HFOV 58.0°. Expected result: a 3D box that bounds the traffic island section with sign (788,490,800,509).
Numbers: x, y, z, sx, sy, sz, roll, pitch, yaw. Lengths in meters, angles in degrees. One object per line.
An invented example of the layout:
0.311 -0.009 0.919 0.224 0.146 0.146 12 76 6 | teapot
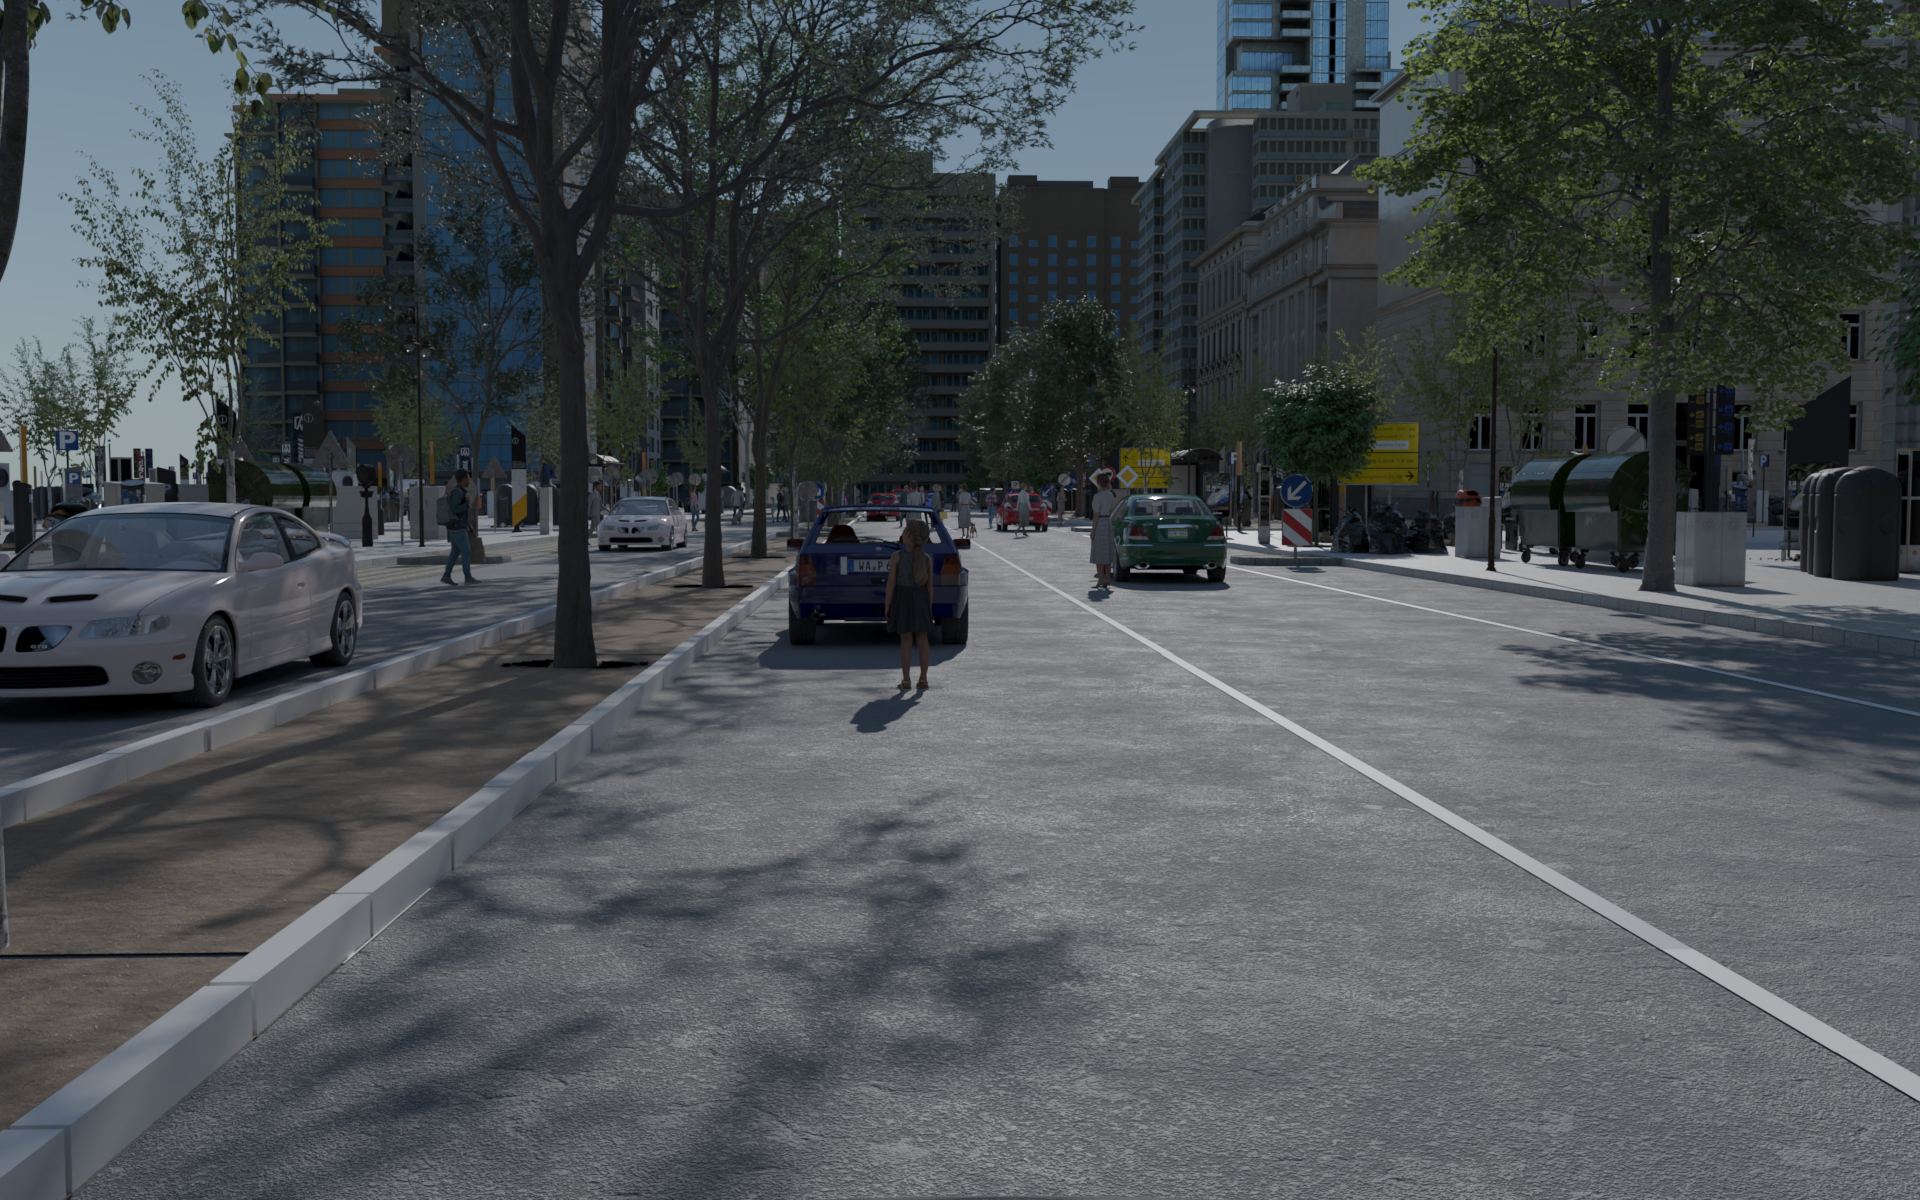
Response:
-15.756 -9.732 167.740 1.989 1.847 2.006 0 4 -2 | traffic island section with sign

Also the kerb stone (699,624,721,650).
-2.382 0.361 16.298 0.120 0.150 1.000 0 4 -2 | kerb stone

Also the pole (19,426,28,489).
-27.973 -3.543 51.772 0.158 3.312 0.155 0 3 0 | pole

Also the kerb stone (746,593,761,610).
-2.596 0.049 21.436 0.120 0.150 1.000 0 4 -2 | kerb stone

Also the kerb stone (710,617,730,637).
-2.433 0.305 17.328 0.120 0.150 1.000 0 4 -2 | kerb stone

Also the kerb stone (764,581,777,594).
-2.723 -0.140 24.507 0.120 0.150 1.000 0 4 -2 | kerb stone

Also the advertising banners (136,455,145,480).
-37.044 -5.100 79.569 0.090 3.025 2.074 1 4 17 | advertising banners

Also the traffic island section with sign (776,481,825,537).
-5.137 -3.065 58.243 2.006 1.907 1.989 0 4 -2 | traffic island section with sign

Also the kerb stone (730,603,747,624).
-2.509 0.174 19.381 0.120 0.150 1.000 0 4 -2 | kerb stone

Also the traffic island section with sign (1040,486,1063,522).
4.348 -5.038 90.998 1.989 1.847 2.006 0 4 -2 | traffic island section with sign

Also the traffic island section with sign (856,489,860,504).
-8.484 -8.109 140.721 2.006 1.907 1.989 0 4 -2 | traffic island section with sign

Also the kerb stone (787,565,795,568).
-2.933 -0.453 29.621 0.120 0.150 1.000 0 4 -2 | kerb stone

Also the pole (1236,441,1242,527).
10.814 -4.484 67.160 0.158 3.312 0.155 0 3 0 | pole

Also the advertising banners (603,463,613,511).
-20.236 -6.167 97.025 0.090 3.025 2.074 1 4 21 | advertising banners

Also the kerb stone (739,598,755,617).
-2.551 0.109 20.407 0.120 0.150 1.000 0 4 -2 | kerb stone

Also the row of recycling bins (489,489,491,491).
-35.324 -7.581 131.068 3.534 1.692 1.069 3 5 44 | row of recycling bins

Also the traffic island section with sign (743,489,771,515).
-13.727 -6.673 117.724 1.989 1.847 2.006 0 4 -2 | traffic island section with sign

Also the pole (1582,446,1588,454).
26.373 -4.852 73.179 0.158 3.312 0.155 0 3 0 | pole

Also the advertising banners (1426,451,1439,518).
19.071 -4.512 69.958 0.090 3.025 2.074 0 4 2 | advertising banners

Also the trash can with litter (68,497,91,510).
-22.059 -2.024 44.144 2.233 1.210 1.678 0 4 -7 | trash can with litter

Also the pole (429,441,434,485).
-20.177 -4.427 66.222 0.158 3.312 0.155 0 3 0 | pole

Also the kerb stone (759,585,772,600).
-2.676 -0.074 23.486 0.120 0.150 1.000 0 4 -2 | kerb stone

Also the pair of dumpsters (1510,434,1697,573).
11.143 -1.693 30.174 1.574 2.255 4.437 0 4 -2 | pair of dumpsters

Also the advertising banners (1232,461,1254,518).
14.507 -5.813 91.232 2.074 3.025 0.090 -1 4 -13 | advertising banners

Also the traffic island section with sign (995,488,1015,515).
3.242 -6.691 118.018 1.989 1.847 2.006 0 4 -2 | traffic island section with sign

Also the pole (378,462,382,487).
-36.770 -7.095 109.840 0.158 3.312 0.155 0 3 0 | pole

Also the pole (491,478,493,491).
-33.147 -7.886 122.785 0.158 3.312 0.155 0 3 0 | pole

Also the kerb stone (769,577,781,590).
-2.764 -0.204 25.528 0.120 0.150 1.000 0 4 -2 | kerb stone

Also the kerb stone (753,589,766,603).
-2.641 -0.011 22.457 0.120 0.150 1.000 0 4 -2 | kerb stone

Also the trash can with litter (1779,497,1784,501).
64.828 -7.602 135.676 1.055 1.170 0.624 2 4 23 | trash can with litter

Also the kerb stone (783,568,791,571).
-2.887 -0.389 28.593 0.120 0.150 1.000 0 4 -2 | kerb stone

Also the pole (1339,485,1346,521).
11.468 -3.550 51.885 0.158 3.312 0.155 0 3 0 | pole

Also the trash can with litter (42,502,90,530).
-12.721 -0.814 24.701 0.624 1.170 1.055 -2 4 -26 | trash can with litter

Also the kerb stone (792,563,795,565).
-2.977 -0.513 30.642 0.120 0.150 1.000 0 4 -2 | kerb stone

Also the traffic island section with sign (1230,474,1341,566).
6.605 -1.641 35.453 1.989 1.847 2.006 0 4 -2 | traffic island section with sign

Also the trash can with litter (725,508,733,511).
-18.487 -7.530 134.180 2.233 1.210 1.678 0 4 -3 | trash can with litter

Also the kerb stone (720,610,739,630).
-2.471 0.238 18.357 0.120 0.150 1.000 0 4 -2 | kerb stone

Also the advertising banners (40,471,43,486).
-70.089 -8.294 131.786 0.090 3.025 2.074 -3 5 -43 | advertising banners

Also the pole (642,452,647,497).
-15.320 -5.520 84.098 0.158 3.312 0.155 0 3 0 | pole

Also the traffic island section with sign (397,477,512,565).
-10.408 -1.668 35.894 1.989 1.847 2.006 0 4 -2 | traffic island section with sign

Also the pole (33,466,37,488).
-67.295 -8.088 126.075 0.158 3.312 0.155 0 3 0 | pole

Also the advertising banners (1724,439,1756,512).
24.515 -3.562 54.427 2.074 3.025 0.090 -3 5 -42 | advertising banners

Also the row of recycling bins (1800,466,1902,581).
13.844 -1.221 27.081 1.069 1.692 3.534 1 4 17 | row of recycling bins

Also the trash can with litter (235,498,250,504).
-13.580 -1.374 33.518 1.678 1.210 2.233 1 4 18 | trash can with litter

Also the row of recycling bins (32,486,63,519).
-46.254 -4.979 88.527 3.534 1.692 1.069 2 4 35 | row of recycling bins

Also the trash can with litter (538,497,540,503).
-32.048 -7.231 129.620 0.624 1.170 1.055 3 5 40 | trash can with litter

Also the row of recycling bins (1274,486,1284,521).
16.027 -4.733 84.498 1.069 1.692 3.534 0 4 -2 | row of recycling bins

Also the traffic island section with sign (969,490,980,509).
1.208 -9.753 168.090 1.989 1.847 2.006 0 4 -2 | traffic island section with sign

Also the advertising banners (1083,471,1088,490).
9.545 -7.733 122.622 2.074 3.025 0.090 0 4 4 | advertising banners

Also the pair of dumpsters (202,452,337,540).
-15.213 -2.189 38.290 1.574 2.255 4.437 0 4 -2 | pair of dumpsters

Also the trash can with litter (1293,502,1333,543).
9.306 -2.090 45.566 1.055 1.170 0.624 -1 4 -21 | trash can with litter

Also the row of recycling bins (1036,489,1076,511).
7.490 -7.640 132.029 3.534 1.692 1.069 -1 4 -21 | row of recycling bins

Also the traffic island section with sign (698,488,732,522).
-12.626 -5.012 90.571 1.989 1.847 2.006 0 4 -2 | traffic island section with sign

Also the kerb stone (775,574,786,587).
-2.797 -0.265 26.549 0.120 0.150 1.000 0 4 -2 | kerb stone

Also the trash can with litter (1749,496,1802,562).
16.058 -1.338 32.927 1.678 1.210 2.233 1 4 16 | trash can with litter

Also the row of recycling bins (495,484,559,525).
-17.486 -3.970 72.027 3.534 1.692 1.069 -1 4 -23 | row of recycling bins

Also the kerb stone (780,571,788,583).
-2.835 -0.326 27.572 0.120 0.150 1.000 0 4 -2 | kerb stone

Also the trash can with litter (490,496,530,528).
-17.175 -3.383 66.367 1.678 1.210 2.233 2 4 26 | trash can with litter
